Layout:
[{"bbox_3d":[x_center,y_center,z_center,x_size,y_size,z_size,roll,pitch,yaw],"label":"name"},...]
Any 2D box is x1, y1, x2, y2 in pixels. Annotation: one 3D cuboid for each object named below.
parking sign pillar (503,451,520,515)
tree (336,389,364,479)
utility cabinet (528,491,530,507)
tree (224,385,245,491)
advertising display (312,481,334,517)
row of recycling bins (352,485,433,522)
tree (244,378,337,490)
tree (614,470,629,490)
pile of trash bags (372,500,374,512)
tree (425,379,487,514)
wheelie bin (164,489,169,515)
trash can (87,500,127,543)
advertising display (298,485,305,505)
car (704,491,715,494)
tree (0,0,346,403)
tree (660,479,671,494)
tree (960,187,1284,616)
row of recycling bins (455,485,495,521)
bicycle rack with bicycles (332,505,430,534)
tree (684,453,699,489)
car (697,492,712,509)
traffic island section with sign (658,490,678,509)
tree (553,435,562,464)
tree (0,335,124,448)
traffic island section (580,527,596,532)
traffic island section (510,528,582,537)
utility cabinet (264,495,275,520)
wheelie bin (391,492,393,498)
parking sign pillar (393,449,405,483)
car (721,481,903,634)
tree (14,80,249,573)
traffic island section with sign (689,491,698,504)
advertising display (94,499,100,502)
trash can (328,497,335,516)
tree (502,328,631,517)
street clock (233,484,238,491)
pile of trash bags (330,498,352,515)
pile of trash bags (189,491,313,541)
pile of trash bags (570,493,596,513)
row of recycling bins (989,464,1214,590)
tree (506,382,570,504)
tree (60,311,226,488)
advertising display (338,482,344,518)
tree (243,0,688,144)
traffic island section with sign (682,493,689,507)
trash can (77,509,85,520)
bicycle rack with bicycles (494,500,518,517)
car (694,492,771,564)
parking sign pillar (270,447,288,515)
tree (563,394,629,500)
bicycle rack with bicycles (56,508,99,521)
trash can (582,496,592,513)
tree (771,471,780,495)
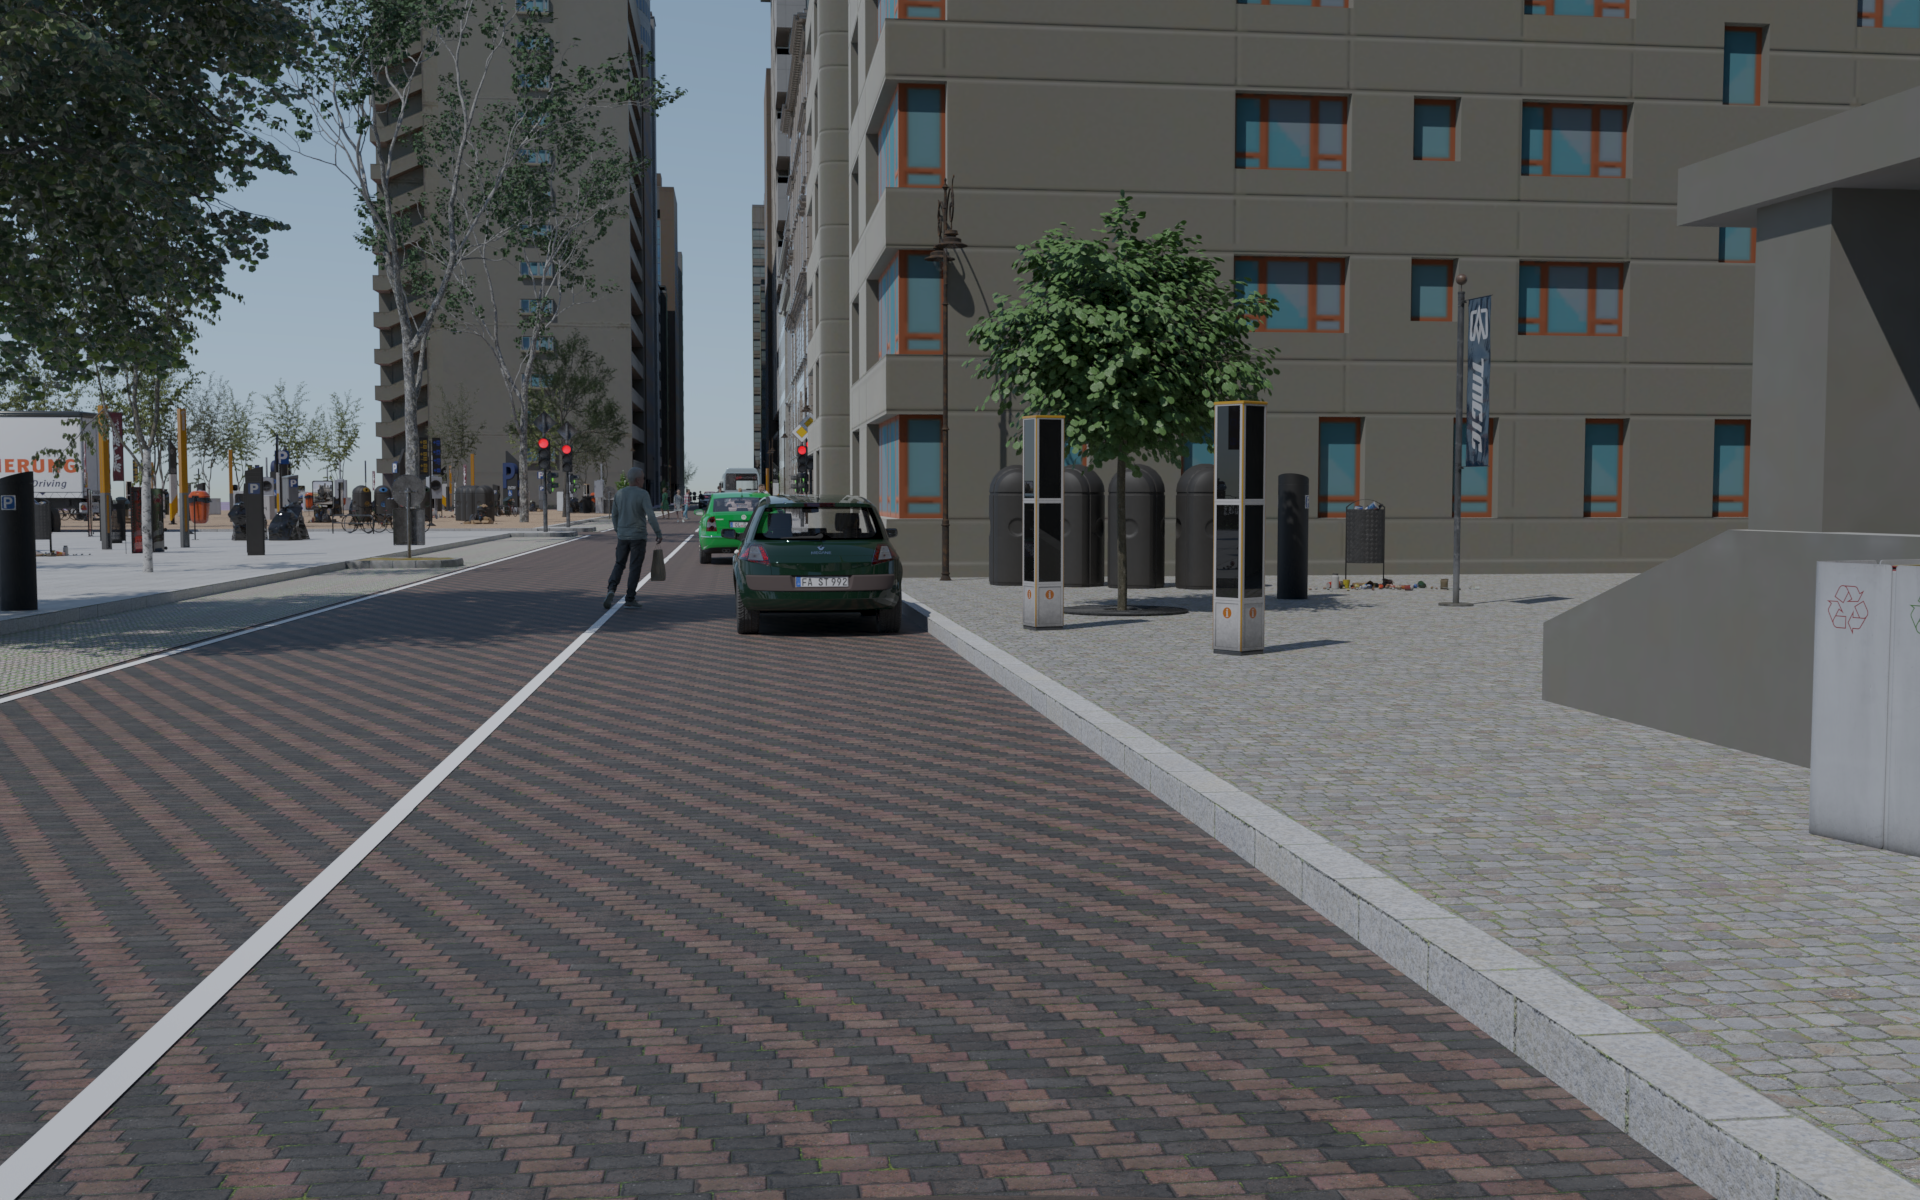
[{"bbox_3d":[-27.785,-7.280,107.504,1.447,3.967,1.447,2,4,34],"label":"parking sign pillar"},{"bbox_3d":[-43.527,-10.442,121.082,4.737,8.622,4.395,0,3,0],"label":"tree"},{"bbox_3d":[-35.179,-7.986,139.257,1.173,1.500,0.318,1,4,16],"label":"utility cabinet"},{"bbox_3d":[-48.754,-10.177,116.748,4.737,8.622,4.395,0,3,0],"label":"tree"},{"bbox_3d":[-30.298,-4.720,82.384,0.974,1.923,0.123,0,4,-2],"label":"advertising display"},{"bbox_3d":[-26.356,-4.483,80.408,3.534,1.692,1.069,-1,4,-22],"label":"row of recycling bins"},{"bbox_3d":[-42.649,-9.794,110.493,4.737,8.622,4.395,0,3,0],"label":"tree"},{"bbox_3d":[-27.297,-8.910,140.286,1.663,3.219,1.824,0,3,0],"label":"tree"},{"bbox_3d":[-44.215,-7.217,127.744,3.447,1.369,1.912,0,4,6],"label":"pile of trash bags"},{"bbox_3d":[-32.451,-9.837,111.190,4.360,8.622,3.978,0,3,0],"label":"tree"},{"bbox_3d":[-48.974,-6.029,106.475,0.693,1.594,0.980,2,4,35],"label":"wheelie bin"},{"bbox_3d":[-22.107,-2.050,45.167,0.748,1.137,0.748,0,3,0],"label":"trash can"},{"bbox_3d":[-48.945,-7.517,128.120,0.974,1.923,0.123,-2,4,-25],"label":"advertising display"},{"bbox_3d":[-33.280,-13.570,230.545,2.281,1.827,5.304,0,4,-8],"label":"car"},{"bbox_3d":[-10.522,-6.684,15.938,9.857,13.997,8.962,0,3,0],"label":"tree"},{"bbox_3d":[-36.687,-13.467,214.792,1.663,3.219,1.824,0,3,0],"label":"tree"},{"bbox_3d":[1.734,-2.145,18.791,4.285,4.588,4.351,0,3,0],"label":"tree"},{"bbox_3d":[-22.980,-4.573,81.880,1.069,1.692,3.534,-2,4,-35],"label":"row of recycling bins"},{"bbox_3d":[-19.256,-2.654,56.767,2.925,0.926,2.852,2,4,27],"label":"bicycle rack with bicycles"},{"bbox_3d":[-47.368,-21.234,297.532,4.360,8.622,3.978,0,3,0],"label":"tree"},{"bbox_3d":[-24.156,-9.542,165.793,2.009,1.686,4.222,-1,4,-9],"label":"car"},{"bbox_3d":[-27.800,-9.555,164.858,1.989,1.847,2.006,0,4,-7],"label":"traffic island section with sign"},{"bbox_3d":[-29.407,-11.255,134.375,4.360,8.622,3.978,0,3,0],"label":"tree"},{"bbox_3d":[-40.190,-7.689,76.077,4.737,8.622,4.395,0,3,0],"label":"tree"},{"bbox_3d":[-15.051,-2.702,66.465,2.009,0.180,2.903,0,4,-7],"label":"traffic island section"},{"bbox_3d":[-14.026,-2.218,58.546,2.009,0.180,2.903,0,4,-7],"label":"traffic island section"},{"bbox_3d":[-34.765,-4.631,86.882,1.020,1.237,0.306,3,5,40],"label":"utility cabinet"},{"bbox_3d":[-45.346,-7.911,137.249,0.980,1.594,0.693,3,5,43],"label":"wheelie bin"},{"bbox_3d":[-33.131,-6.964,102.332,1.447,3.967,1.447,0,4,-5],"label":"parking sign pillar"},{"bbox_3d":[-1.640,-0.576,19.205,2.009,1.686,4.222,0,4,-8],"label":"car"},{"bbox_3d":[-13.485,-4.767,28.302,4.360,8.622,3.978,0,3,0],"label":"tree"},{"bbox_3d":[-38.429,-14.576,246.946,1.989,1.847,2.006,0,4,-7],"label":"traffic island section with sign"},{"bbox_3d":[-63.110,-7.426,126.629,0.123,1.923,0.974,0,4,2],"label":"advertising display"},{"bbox_3d":[-36.173,-5.364,99.361,0.748,1.137,0.748,0,3,0],"label":"trash can"},{"bbox_3d":[-21.717,-9.894,96.174,7.601,10.594,8.767,-3,5,-42],"label":"tree"},{"bbox_3d":[-54.319,-7.662,129.845,0.471,2.002,0.358,0,4,-4],"label":"street clock"},{"bbox_3d":[-36.781,-5.633,101.848,3.447,1.369,1.912,0,4,-5],"label":"pile of trash bags"},{"bbox_3d":[-19.954,-2.367,48.451,3.447,1.369,1.912,0,4,6],"label":"pile of trash bags"},{"bbox_3d":[-25.691,-6.647,118.426,1.912,1.369,3.447,1,4,14],"label":"pile of trash bags"},{"bbox_3d":[2.060,-1.032,23.978,3.534,1.692,1.069,1,4,21],"label":"row of recycling bins"},{"bbox_3d":[-26.940,-9.880,111.902,4.737,8.622,4.395,0,3,0],"label":"tree"},{"bbox_3d":[-31.439,-7.127,66.890,4.737,8.622,4.395,0,3,0],"label":"tree"},{"bbox_3d":[-33.343,-5.388,93.313,0.123,1.923,0.974,-1,4,-11],"label":"advertising display"},{"bbox_3d":[-14.622,-11.810,48.978,12.611,20.169,13.585,0,3,0],"label":"tree"},{"bbox_3d":[-31.259,-11.190,191.591,1.989,1.847,2.006,0,4,-7],"label":"traffic island section with sign"},{"bbox_3d":[-44.076,-4.612,87.066,0.748,1.137,0.748,0,3,0],"label":"trash can"},{"bbox_3d":[-26.636,-5.184,98.135,2.852,0.926,2.925,-2,4,-34],"label":"bicycle rack with bicycles"},{"bbox_3d":[-4.693,-1.726,37.022,1.959,1.807,4.718,-1,4,-9],"label":"car"},{"bbox_3d":[-38.559,-6.702,98.045,1.447,3.967,1.447,0,4,4],"label":"parking sign pillar"},{"bbox_3d":[-25.442,-10.535,122.615,4.360,8.622,3.978,0,3,0],"label":"tree"},{"bbox_3d":[-43.114,-4.303,83.730,2.925,0.926,2.852,-1,4,-19],"label":"bicycle rack with bicycles"},{"bbox_3d":[-24.986,-6.385,116.055,0.748,1.137,0.748,0,3,0],"label":"trash can"},{"bbox_3d":[-15.107,-9.176,144.632,1.663,3.219,1.824,0,3,0],"label":"tree"}]
